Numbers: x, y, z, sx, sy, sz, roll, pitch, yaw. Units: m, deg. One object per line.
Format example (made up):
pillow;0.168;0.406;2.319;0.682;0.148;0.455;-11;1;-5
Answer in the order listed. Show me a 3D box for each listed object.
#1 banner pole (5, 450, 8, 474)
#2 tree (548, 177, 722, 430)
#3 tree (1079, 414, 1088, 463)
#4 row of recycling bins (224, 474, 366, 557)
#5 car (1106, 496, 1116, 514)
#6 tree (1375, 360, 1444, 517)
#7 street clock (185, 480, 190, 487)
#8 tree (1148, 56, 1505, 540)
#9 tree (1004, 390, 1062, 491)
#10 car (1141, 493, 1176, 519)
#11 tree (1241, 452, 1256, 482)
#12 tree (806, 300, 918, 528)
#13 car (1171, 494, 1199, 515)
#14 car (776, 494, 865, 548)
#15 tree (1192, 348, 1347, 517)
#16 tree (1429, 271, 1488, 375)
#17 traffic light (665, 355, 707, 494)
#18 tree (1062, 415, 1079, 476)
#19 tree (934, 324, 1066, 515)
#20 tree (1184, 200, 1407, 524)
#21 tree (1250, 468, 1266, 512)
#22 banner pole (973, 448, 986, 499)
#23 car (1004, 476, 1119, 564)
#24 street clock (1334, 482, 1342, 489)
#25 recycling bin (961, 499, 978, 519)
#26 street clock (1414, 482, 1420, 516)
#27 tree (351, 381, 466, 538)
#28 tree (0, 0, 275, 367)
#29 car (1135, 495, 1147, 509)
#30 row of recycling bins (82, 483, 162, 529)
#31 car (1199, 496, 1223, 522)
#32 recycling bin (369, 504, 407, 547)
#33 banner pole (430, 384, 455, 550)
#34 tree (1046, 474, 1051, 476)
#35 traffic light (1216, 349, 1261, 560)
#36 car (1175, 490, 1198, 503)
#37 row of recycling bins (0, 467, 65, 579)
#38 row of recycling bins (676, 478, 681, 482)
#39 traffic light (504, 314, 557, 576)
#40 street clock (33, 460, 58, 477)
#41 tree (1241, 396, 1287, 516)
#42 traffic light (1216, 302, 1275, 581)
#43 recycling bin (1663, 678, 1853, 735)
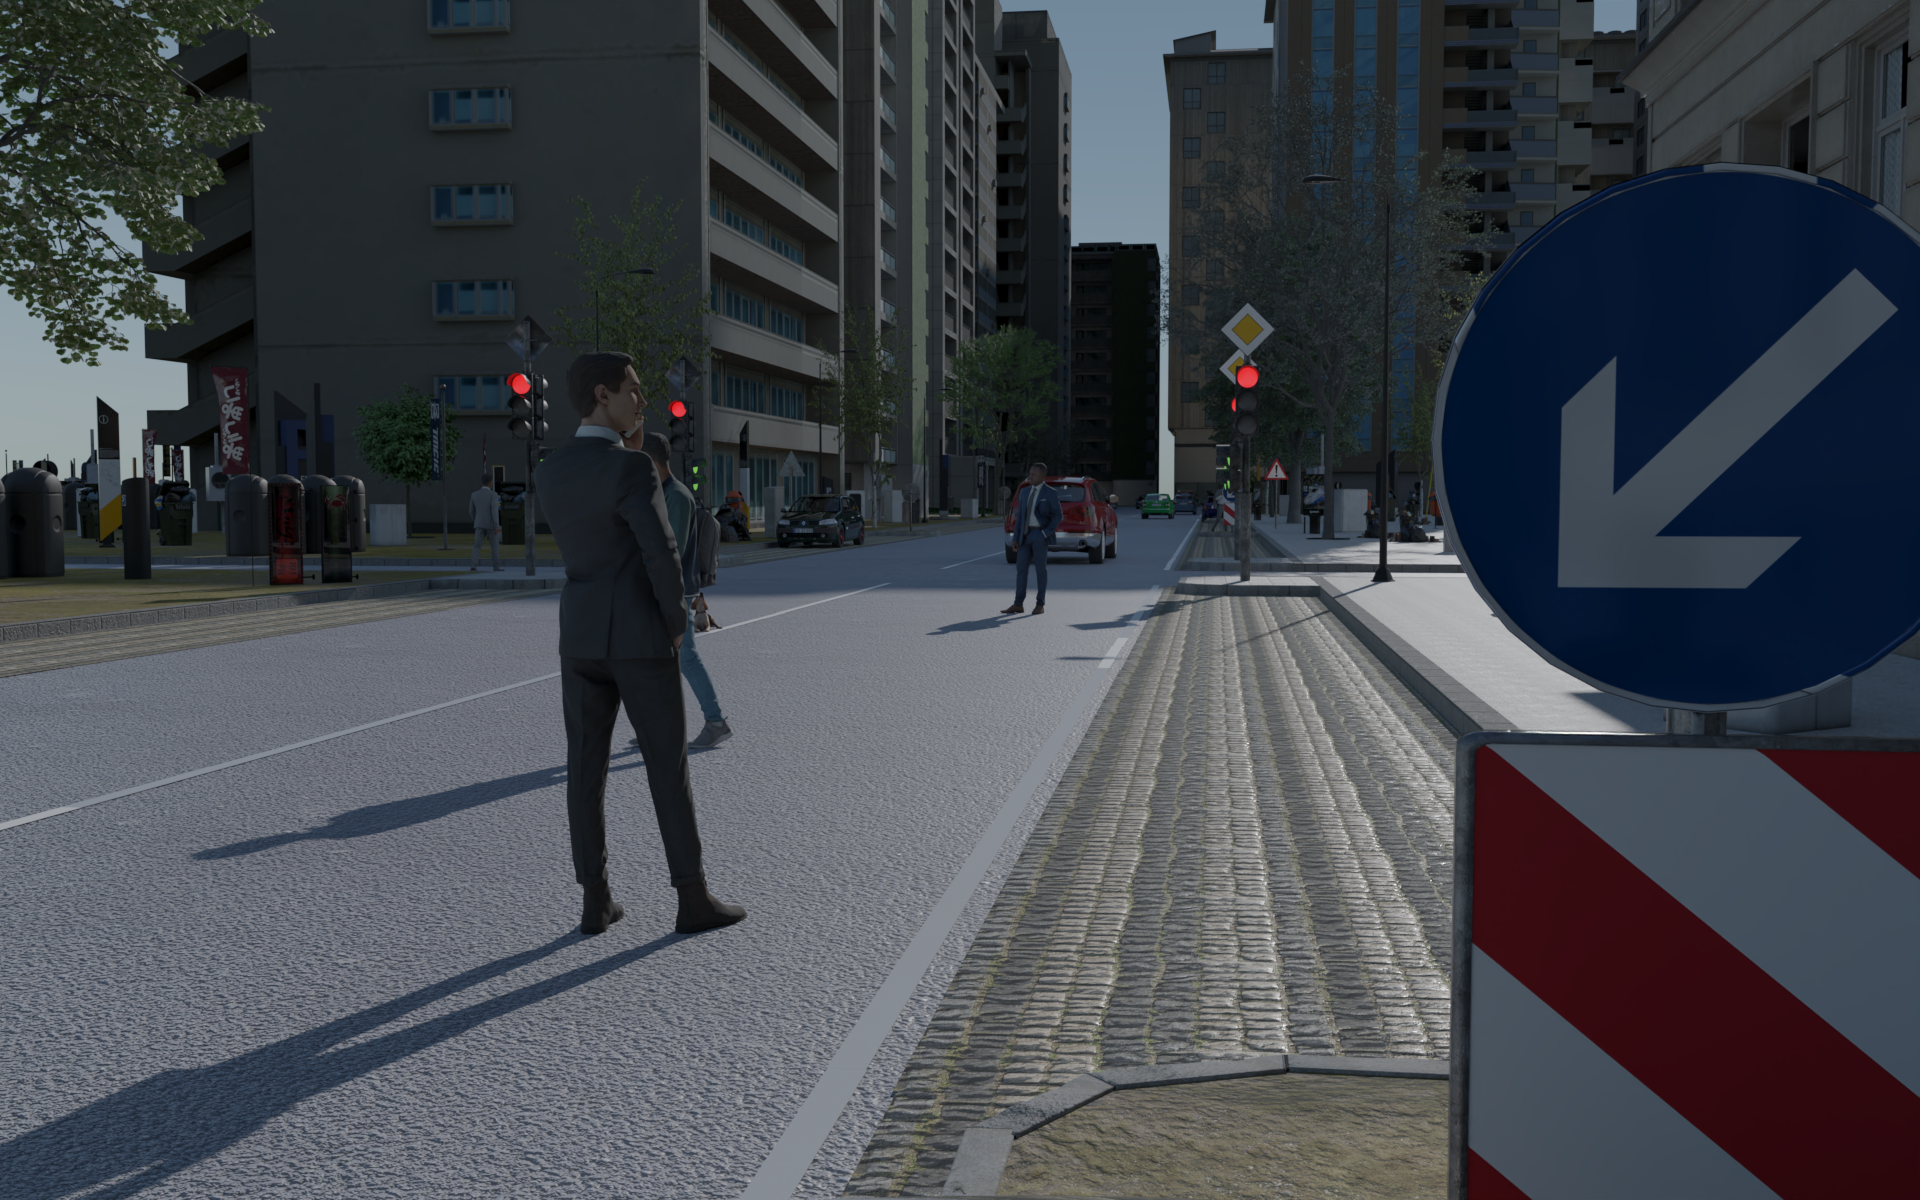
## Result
banner pole;-53.943;-6.609;98.068;0.401;3.779;0.863;-2;4;-26
tree;-7.872;-5.553;41.149;4.737;8.622;4.395;0;3;0
tree;9.975;-12.766;159.078;4.360;8.622;3.978;0;3;0
row of recycling bins;-14.109;-1.830;37.033;1.069;1.692;3.534;2;4;25
car;7.952;-5.292;99.103;1.945;1.354;3.894;1;4;10
tree;25.073;-8.813;94.453;4.737;8.622;4.395;0;3;0
street clock;-39.944;-5.177;89.220;0.358;2.002;0.471;3;5;40
tree;10.370;-8.451;48.550;12.009;13.543;11.850;0;3;0
tree;4.861;-10.423;120.784;4.360;8.622;3.978;0;3;0
car;11.502;-5.607;100.475;1.959;1.807;4.718;1;4;9
tree;29.128;-14.082;180.604;4.360;8.622;3.978;0;3;0
tree;-3.379;-6.997;64.756;4.737;8.622;4.395;0;3;0
car;15.647;-6.662;120.931;2.014;1.417;4.499;1;4;9
car;-3.765;-2.283;47.109;2.009;1.686;4.222;1;4;9
tree;17.178;-9.838;95.260;8.767;10.594;7.601;0;4;-1
tree;17.362;-6.503;56.678;4.360;8.622;3.978;0;3;0
traffic light;-5.579;-2.820;35.030;0.839;4.253;0.868;1;4;8
tree;5.999;-10.767;126.405;4.360;8.622;3.978;0;3;0
tree;2.405;-10.939;104.607;9.928;11.665;9.643;0;3;0
tree;14.517;-10.315;75.306;9.857;13.997;8.962;0;3;0
tree;20.757;-7.862;123.143;1.663;3.219;1.824;0;3;0
banner pole;0.992;-6.321;93.363;0.863;3.779;0.401;1;4;15
car;2.227;-1.745;37.205;2.281;1.827;5.304;1;4;10
street clock;22.599;-6.055;103.573;0.471;2.002;0.358;-3;4;-36
recycling bin;0.488;-4.760;90.380;0.722;1.027;0.722;1;4;23
street clock;27.146;-5.997;102.626;0.471;2.002;0.358;-2;4;-35
tree;-16.096;-4.099;50.741;4.285;4.588;4.351;0;3;0
tree;-10.180;-6.008;16.356;7.486;12.596;7.792;0;3;0
car;17.816;-9.393;166.161;1.945;1.354;3.894;1;4;9
row of recycling bins;-30.653;-3.412;62.907;1.069;1.692;3.534;3;5;44
car;13.383;-4.717;89.709;1.945;1.354;3.894;0;4;8
recycling bin;-14.114;-1.846;42.739;0.722;1.027;0.722;-2;4;-33
banner pole;-11.951;-3.042;39.761;0.401;3.779;0.863;-3;5;-44
tree;7.246;-9.151;144.215;1.663;3.219;1.824;0;3;0
traffic light;5.368;-2.723;33.443;0.839;4.253;0.868;1;4;8
car;22.591;-10.056;173.082;2.281;1.827;5.304;1;4;10
row of recycling bins;-15.102;-1.139;25.730;1.069;1.692;3.534;2;4;33
row of recycling bins;-8.314;-2.280;44.391;3.534;1.692;1.069;2;4;31
traffic light;-6.739;-2.337;27.129;0.839;4.253;0.868;1;4;8
street clock;-19.659;-1.999;37.259;0.471;2.002;0.358;1;4;11
tree;18.083;-9.295;102.331;4.737;8.622;4.395;0;3;0
traffic light;4.207;-2.240;25.543;0.839;4.253;0.868;1;4;8
recycling bin;4.455;0.177;9.664;0.722;1.027;0.722;-2;4;-30
